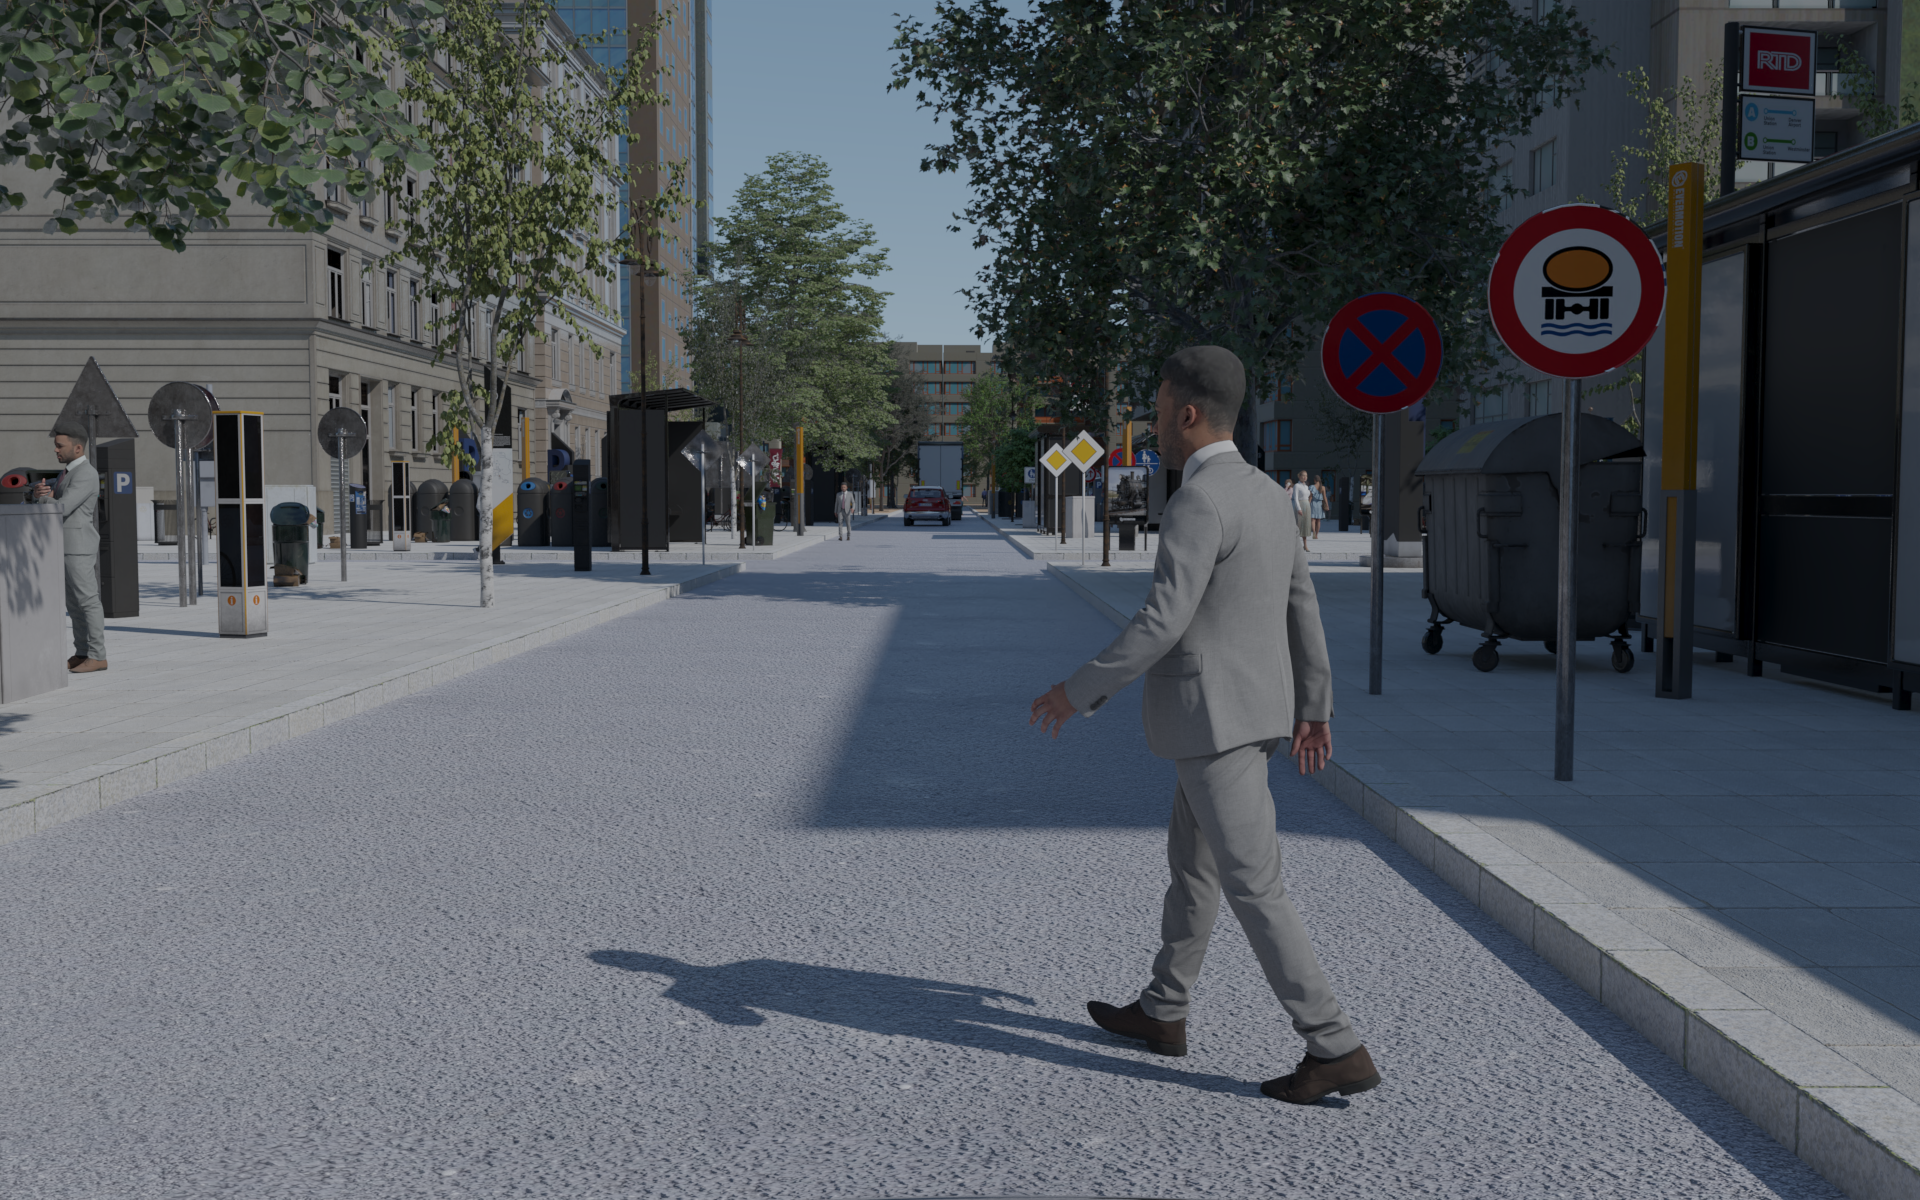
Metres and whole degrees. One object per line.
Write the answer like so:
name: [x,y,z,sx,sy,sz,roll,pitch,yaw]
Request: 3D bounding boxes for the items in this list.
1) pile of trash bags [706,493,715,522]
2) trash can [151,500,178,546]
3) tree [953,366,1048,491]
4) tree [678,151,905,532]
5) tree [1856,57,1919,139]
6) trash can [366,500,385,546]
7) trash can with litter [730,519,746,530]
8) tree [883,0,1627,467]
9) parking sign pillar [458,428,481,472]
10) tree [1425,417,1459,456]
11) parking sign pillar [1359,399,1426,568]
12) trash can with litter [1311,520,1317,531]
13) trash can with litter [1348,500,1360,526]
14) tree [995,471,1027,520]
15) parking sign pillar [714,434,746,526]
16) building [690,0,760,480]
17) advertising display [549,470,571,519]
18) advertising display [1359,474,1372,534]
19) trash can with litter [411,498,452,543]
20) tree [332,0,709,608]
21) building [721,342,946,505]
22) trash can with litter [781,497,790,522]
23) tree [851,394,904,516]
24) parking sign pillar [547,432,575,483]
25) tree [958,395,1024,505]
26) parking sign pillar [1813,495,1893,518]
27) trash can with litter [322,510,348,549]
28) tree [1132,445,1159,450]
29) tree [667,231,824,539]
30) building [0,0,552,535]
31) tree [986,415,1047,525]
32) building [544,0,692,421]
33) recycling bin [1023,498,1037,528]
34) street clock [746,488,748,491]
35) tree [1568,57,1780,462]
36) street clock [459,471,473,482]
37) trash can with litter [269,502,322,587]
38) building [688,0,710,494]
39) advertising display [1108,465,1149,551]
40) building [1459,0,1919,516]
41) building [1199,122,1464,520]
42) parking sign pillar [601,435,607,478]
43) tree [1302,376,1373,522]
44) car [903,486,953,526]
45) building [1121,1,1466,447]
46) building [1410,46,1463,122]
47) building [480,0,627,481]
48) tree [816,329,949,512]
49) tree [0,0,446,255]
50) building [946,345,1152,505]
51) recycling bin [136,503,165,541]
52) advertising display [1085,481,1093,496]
pile of trash bags: [-11.572,-4.220,78.743,1.912,1.369,3.447,3,5,43]
trash can: [-19.740,-1.925,43.129,0.748,1.137,0.748,0,3,0]
tree: [3.160,-13.057,139.244,9.928,11.665,9.643,0,3,0]
tree: [-5.858,-8.565,58.166,7.486,12.596,7.792,0,3,0]
tree: [12.520,-4.293,20.550,4.737,8.622,4.395,0,3,0]
trash can: [-14.585,-1.905,42.808,0.748,1.137,0.748,0,3,0]
trash can with litter: [-7.679,-3.086,61.844,1.055,1.170,0.624,-3,5,-42]
tree: [3.824,-6.506,23.374,9.611,12.733,9.660,0,3,0]
parking sign pillar: [-17.291,-4.418,60.701,1.447,3.967,1.447,1,4,13]
tree: [20.374,-5.316,70.626,4.285,4.588,4.351,0,3,0]
parking sign pillar: [7.812,-2.575,30.579,1.447,3.967,1.447,0,4,0]
trash can with litter: [11.837,-2.942,59.483,1.055,1.170,0.624,-1,4,-8]
trash can with litter: [16.014,-3.625,70.661,1.055,1.170,0.624,3,5,40]
tree: [2.998,-6.044,93.420,1.663,3.219,1.824,0,3,0]
parking sign pillar: [-9.384,-5.033,70.765,1.447,3.967,1.447,-1,4,-8]
building: [-35.858,-52.036,163.466,31.000,86.520,22.319,0,4,0]
advertising display: [-10.976,-2.590,47.559,0.123,1.923,0.974,-3,5,-42]
advertising display: [13.240,-3.059,55.228,0.974,1.923,0.123,0,4,5]
trash can with litter: [-13.925,-2.093,45.607,1.055,1.170,0.624,0,4,-5]
tree: [-5.225,-4.233,19.574,4.737,8.622,4.395,0,3,0]
building: [-16.698,-23.239,224.989,28.899,21.520,27.650,0,4,0]
trash can with litter: [-7.755,-4.120,78.744,0.624,1.170,1.055,1,4,23]
tree: [-5.591,-9.097,99.106,4.737,8.622,4.395,0,3,0]
parking sign pillar: [-17.285,-5.295,75.044,1.447,3.967,1.447,2,4,34]
tree: [3.438,-16.412,186.458,7.486,12.596,7.792,0,3,0]
parking sign pillar: [15.281,-2.515,29.600,1.447,3.967,1.447,-1,4,-19]
trash can with litter: [-14.940,-1.790,40.650,1.055,1.170,0.624,-1,4,-13]
tree: [10.765,-7.047,98.932,4.285,4.588,4.351,0,3,0]
tree: [-6.231,-6.025,48.879,4.360,8.622,3.978,0,3,0]
building: [-27.197,-14.303,67.136,16.112,22.955,30.059,0,4,0]
tree: [2.924,-5.365,71.435,4.285,4.588,4.351,0,3,0]
building: [-26.793,-28.782,120.704,14.600,45.320,14.200,0,4,0]
recycling bin: [2.779,-3.230,65.363,0.722,1.027,0.722,1,4,14]
street clock: [-9.842,-4.572,79.330,0.471,2.002,0.358,1,4,17]
tree: [11.940,-4.825,29.244,4.737,8.622,4.395,0,3,0]
street clock: [-15.339,-3.002,53.657,0.471,2.002,0.358,0,4,7]
trash can with litter: [-9.379,-0.794,24.363,0.624,1.170,1.055,-1,4,-18]
building: [-30.152,-42.809,138.179,20.563,71.187,20.611,0,4,0]
advertising display: [3.787,-2.079,39.207,0.974,1.923,0.123,1,4,19]
building: [25.526,-22.824,56.766,14.086,41.232,14.154,0,4,0]
building: [29.356,-15.609,100.244,27.650,21.520,28.899,0,4,0]
parking sign pillar: [-11.256,-4.223,57.524,1.447,3.967,1.447,2,4,25]
tree: [17.049,-7.655,75.515,4.360,8.622,3.978,0,3,0]
car: [-1.465,-4.289,78.804,2.281,1.827,5.304,0,4,1]
building: [30.506,-35.012,161.686,28.713,52.752,27.495,0,4,0]
building: [26.631,-42.743,137.093,20.563,71.187,20.611,0,4,0]
building: [-26.112,-18.741,92.324,13.634,28.700,20.117,0,4,0]
tree: [-5.721,-13.292,127.693,12.009,13.543,11.850,0,3,0]
tree: [-4.908,-6.045,5.493,9.857,13.997,8.962,0,3,0]
building: [12.311,-23.266,225.432,28.899,21.520,27.650,0,4,0]
recycling bin: [-22.420,-2.155,47.796,0.722,1.027,0.722,-3,4,-36]
advertising display: [5.567,-4.426,77.575,0.974,1.923,0.123,-3,4,-37]
